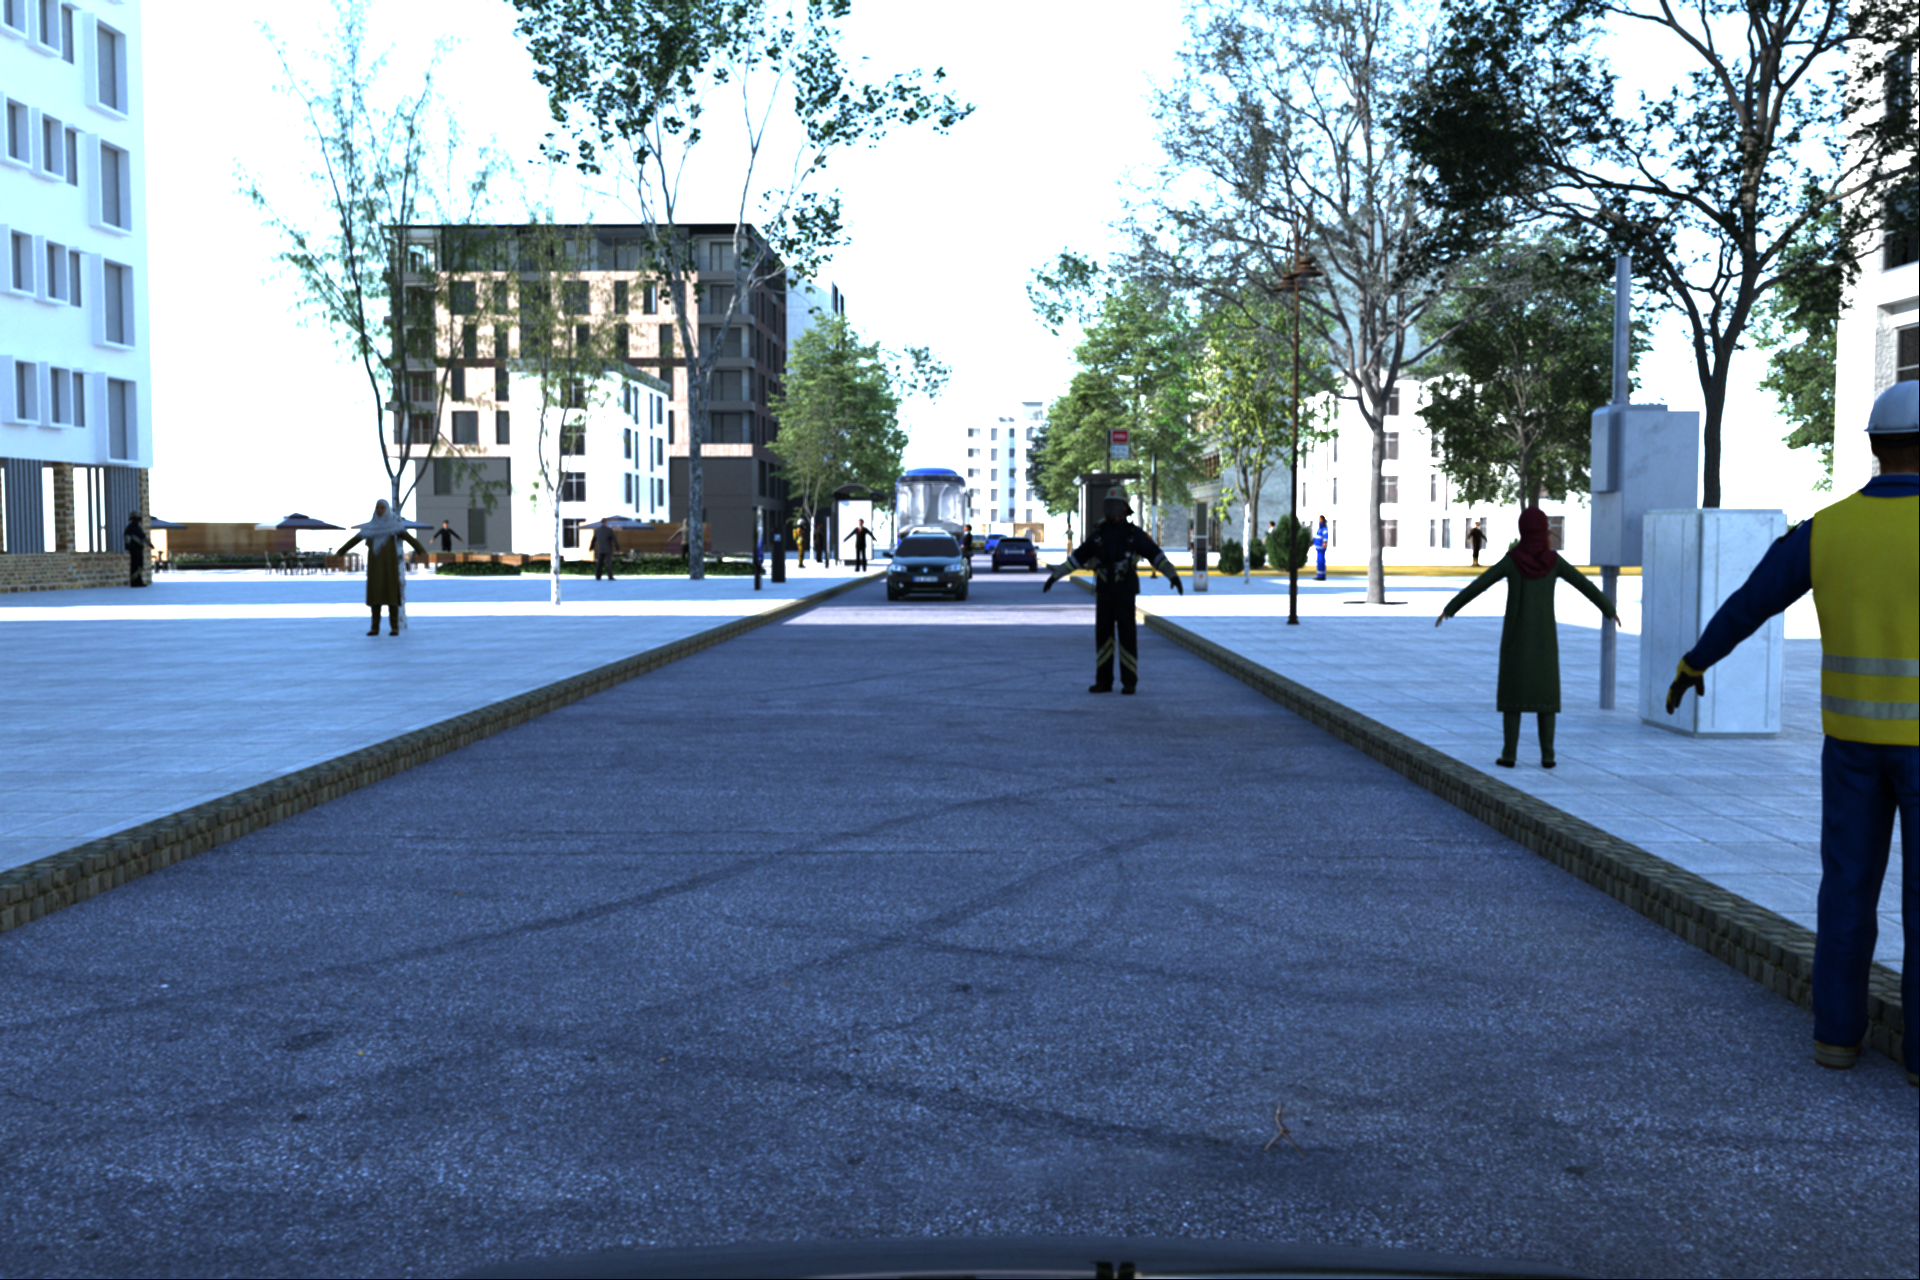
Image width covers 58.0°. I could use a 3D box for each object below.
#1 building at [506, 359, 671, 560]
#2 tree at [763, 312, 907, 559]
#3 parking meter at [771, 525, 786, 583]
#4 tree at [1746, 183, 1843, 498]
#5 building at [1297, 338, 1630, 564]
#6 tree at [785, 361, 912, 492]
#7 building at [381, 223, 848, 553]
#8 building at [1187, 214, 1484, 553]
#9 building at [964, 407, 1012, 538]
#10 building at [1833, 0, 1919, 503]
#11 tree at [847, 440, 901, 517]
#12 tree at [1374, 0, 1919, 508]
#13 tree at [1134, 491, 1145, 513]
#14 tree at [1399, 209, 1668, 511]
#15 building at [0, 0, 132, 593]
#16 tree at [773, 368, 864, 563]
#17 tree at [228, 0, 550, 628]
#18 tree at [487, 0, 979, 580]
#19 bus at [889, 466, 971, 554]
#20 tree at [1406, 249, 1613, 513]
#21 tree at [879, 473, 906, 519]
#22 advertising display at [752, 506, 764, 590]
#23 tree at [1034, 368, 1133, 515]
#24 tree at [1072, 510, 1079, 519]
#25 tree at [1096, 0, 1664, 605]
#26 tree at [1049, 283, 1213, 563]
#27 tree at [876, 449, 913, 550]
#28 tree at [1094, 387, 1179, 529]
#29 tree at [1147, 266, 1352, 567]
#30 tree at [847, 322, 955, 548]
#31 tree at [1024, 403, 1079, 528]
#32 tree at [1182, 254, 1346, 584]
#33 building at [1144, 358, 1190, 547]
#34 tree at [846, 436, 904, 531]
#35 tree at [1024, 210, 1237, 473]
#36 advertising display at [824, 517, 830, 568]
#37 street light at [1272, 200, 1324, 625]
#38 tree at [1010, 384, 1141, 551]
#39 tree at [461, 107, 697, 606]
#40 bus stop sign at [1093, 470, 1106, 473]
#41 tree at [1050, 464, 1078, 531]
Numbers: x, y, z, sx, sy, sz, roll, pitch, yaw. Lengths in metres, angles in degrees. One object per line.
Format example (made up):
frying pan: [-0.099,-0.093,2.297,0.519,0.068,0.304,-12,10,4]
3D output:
building: [-20.720,-9.477,97.101,9.099,9.664,28.070,0,4,1]
tree: [-6.661,-10.458,89.120,7.486,12.596,7.792,0,3,0]
parking meter: [-4.812,-2.290,45.859,0.372,1.533,0.369,0,3,0]
tree: [28.876,-8.935,52.738,9.857,13.997,8.962,0,3,0]
building: [24.130,-8.929,88.137,9.099,9.664,28.070,0,4,1]
tree: [-6.664,-10.988,105.409,9.928,11.665,9.643,0,3,0]
building: [-23.795,-17.527,130.542,27.936,21.610,32.646,0,4,1]
building: [27.024,-18.029,125.700,19.493,23.208,18.063,0,4,1]
building: [0.960,-23.868,249.116,11.380,20.090,16.016,0,4,-1]
building: [28.031,-9.587,23.209,16.747,18.905,31.486,0,4,1]
tree: [-6.009,-10.162,116.510,4.737,8.622,4.395,0,3,0]
tree: [7.616,-5.106,17.898,7.601,10.594,8.767,-2,4,-30]
tree: [29.344,-20.514,245.769,12.009,13.543,11.850,0,3,0]
tree: [22.478,-9.863,67.911,9.857,13.997,8.962,0,3,0]
building: [-25.762,-10.658,30.683,16.016,20.090,11.380,0,4,2]
tree: [-6.734,-7.768,77.374,4.360,8.622,3.978,0,3,0]
tree: [-7.713,-4.482,23.643,4.360,8.622,3.978,0,3,0]
tree: [-6.375,-11.715,47.437,12.611,20.169,13.585,0,3,0]
bus: [-0.951,-4.596,66.685,2.896,3.916,12.251,0,4,1]
tree: [17.966,-7.423,55.785,7.601,10.594,8.767,1,4,9]
tree: [-7.919,-18.962,244.448,7.601,10.594,8.767,0,4,3]
advertising display: [-4.647,-2.120,39.876,0.123,1.923,0.974,0,4,1]
tree: [8.611,-12.202,117.633,7.486,12.596,7.792,0,3,0]
tree: [19.394,-19.182,248.039,7.601,10.594,8.767,0,4,7]
tree: [7.589,-7.407,31.469,12.009,13.543,11.850,0,3,0]
tree: [7.729,-9.771,77.888,7.486,12.596,7.792,0,3,0]
tree: [-5.519,-11.617,140.299,4.737,8.622,4.395,0,3,0]
tree: [8.469,-8.392,87.569,4.360,8.622,3.978,0,3,0]
tree: [11.336,-8.654,67.249,9.928,11.665,9.643,0,3,0]
tree: [-7.292,-18.335,155.669,12.611,20.169,13.585,0,3,0]
tree: [8.925,-14.045,147.767,7.486,12.596,7.792,0,3,0]
tree: [7.593,-5.774,44.762,4.737,8.622,4.395,0,3,0]
building: [28.814,-21.025,174.693,19.493,23.208,18.063,0,4,1]
tree: [-6.253,-10.636,124.259,4.737,8.622,4.395,0,3,0]
tree: [10.516,-14.970,100.651,12.611,20.169,13.585,0,3,0]
advertising display: [-4.985,-3.653,64.944,0.123,1.923,0.974,0,4,2]
street light: [4.736,-3.160,24.451,0.468,5.910,1.993,0,4,1]
tree: [9.386,-13.644,133.449,12.009,13.543,11.850,0,3,0]
tree: [-7.421,-4.914,30.707,4.360,8.622,3.978,0,3,0]
bus stop sign: [5.763,-5.029,71.246,0.837,3.901,0.837,0,4,1]
tree: [9.731,-12.548,155.529,4.360,8.622,3.978,0,3,0]
